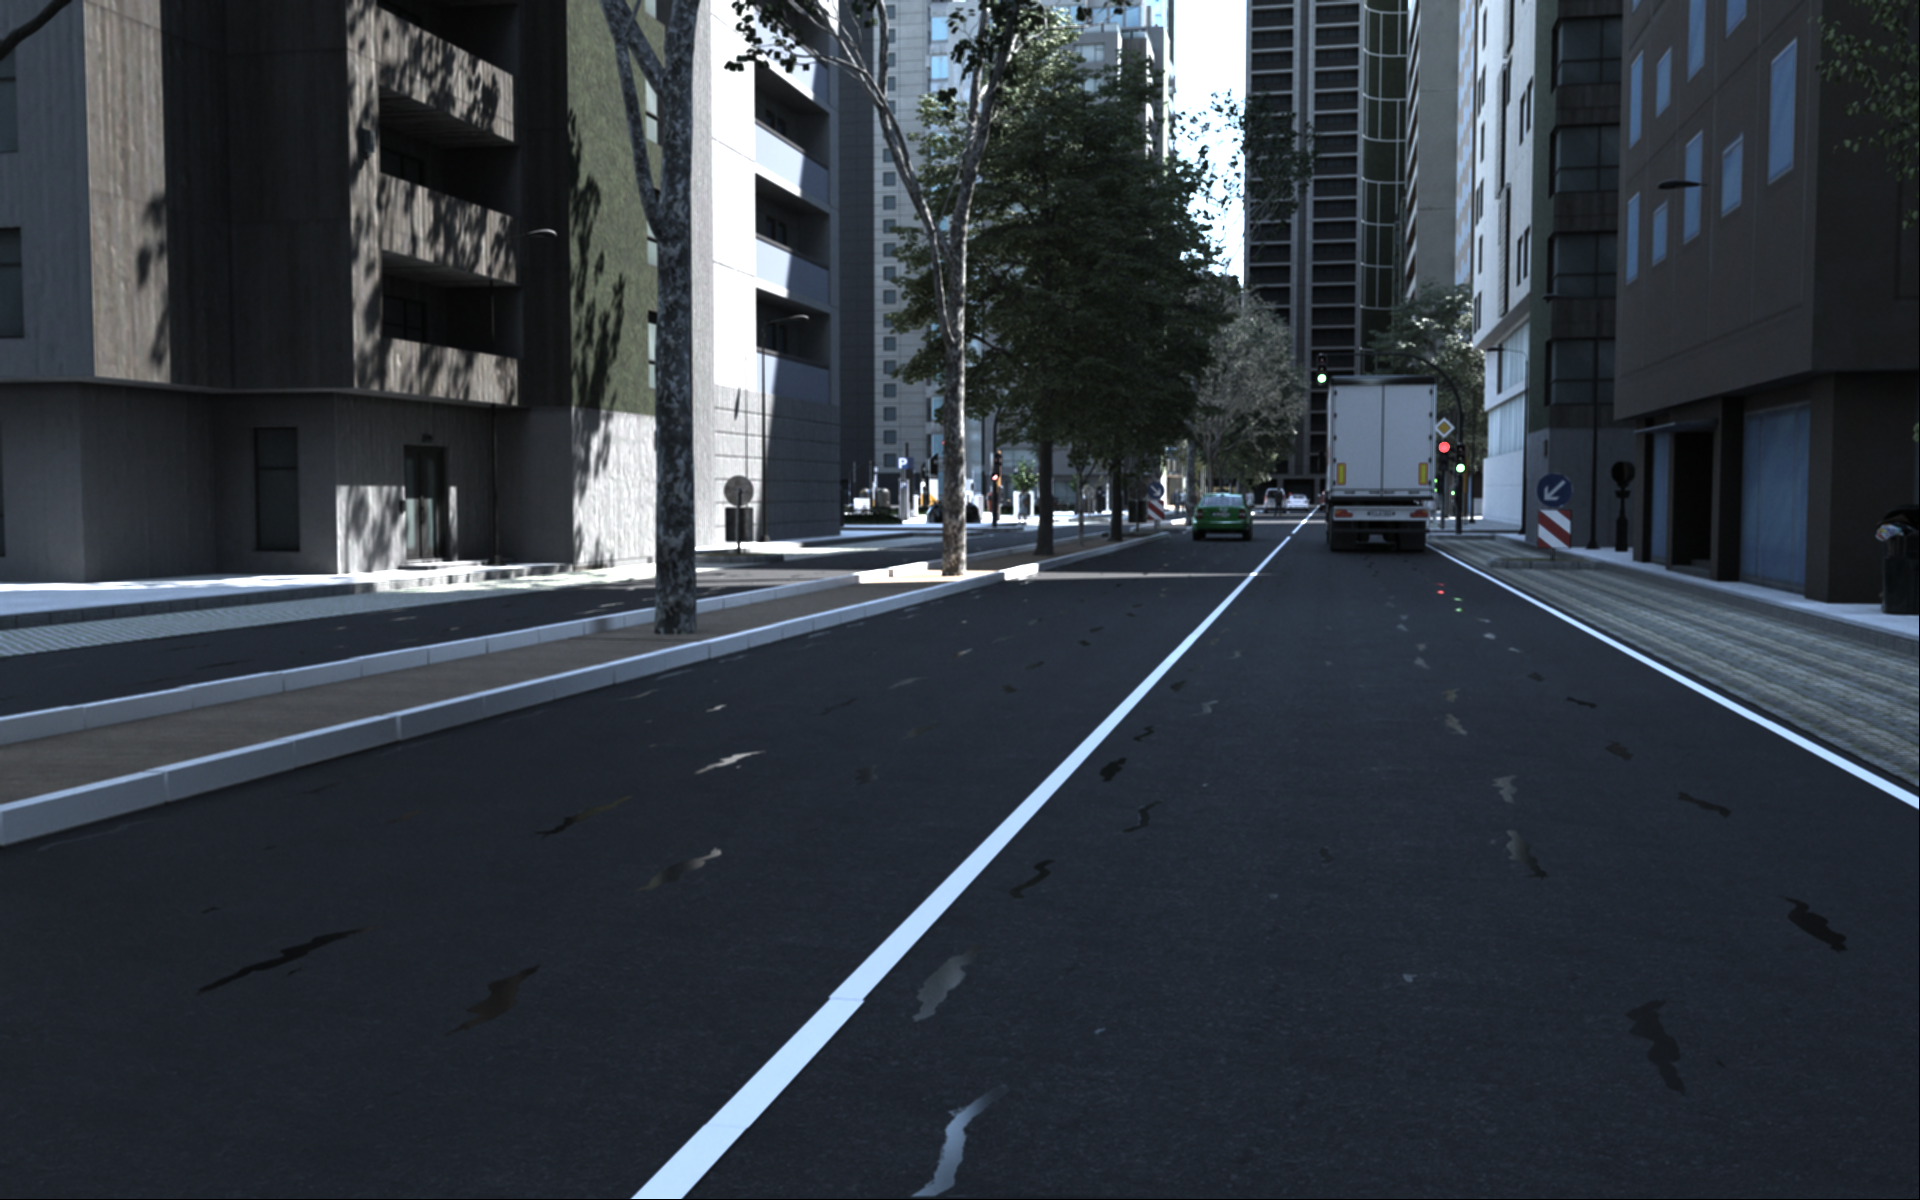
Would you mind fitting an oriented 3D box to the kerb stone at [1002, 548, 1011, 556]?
[{"bbox_3d":[0.969,-1.092,40.049,0.120,0.150,1.000,1,4,12],"label":"kerb stone"}]

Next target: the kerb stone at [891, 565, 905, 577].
[{"bbox_3d":[-1.173,-0.479,30.031,0.120,0.150,1.000,1,4,12],"label":"kerb stone"}]

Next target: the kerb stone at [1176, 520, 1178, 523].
[{"bbox_3d":[10.302,-3.761,83.691,0.120,0.150,1.000,1,4,12],"label":"kerb stone"}]

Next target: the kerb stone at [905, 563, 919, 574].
[{"bbox_3d":[-0.954,-0.541,31.036,0.120,0.150,1.000,1,4,12],"label":"kerb stone"}]

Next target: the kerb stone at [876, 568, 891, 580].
[{"bbox_3d":[-1.384,-0.415,29.031,0.120,0.150,1.000,1,4,12],"label":"kerb stone"}]

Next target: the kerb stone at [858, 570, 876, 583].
[{"bbox_3d":[-1.595,-0.357,28.031,0.120,0.150,1.000,1,4,12],"label":"kerb stone"}]

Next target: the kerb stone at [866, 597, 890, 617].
[{"bbox_3d":[-1.046,0.101,20.549,0.120,0.150,1.000,1,4,12],"label":"kerb stone"}]

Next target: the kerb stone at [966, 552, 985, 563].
[{"bbox_3d":[0.333,-0.907,37.050,0.120,0.150,1.000,1,4,12],"label":"kerb stone"}]

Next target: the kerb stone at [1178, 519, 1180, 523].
[{"bbox_3d":[10.516,-3.823,84.694,0.120,0.150,1.000,1,4,12],"label":"kerb stone"}]

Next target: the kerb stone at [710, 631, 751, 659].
[{"bbox_3d":[-2.121,0.412,15.530,0.120,0.150,1.000,1,4,12],"label":"kerb stone"}]

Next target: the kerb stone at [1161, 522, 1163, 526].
[{"bbox_3d":[8.788,-3.332,76.674,0.120,0.150,1.000,1,4,12],"label":"kerb stone"}]

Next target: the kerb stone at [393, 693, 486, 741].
[{"bbox_3d":[-3.191,0.714,10.528,0.120,0.150,1.000,1,4,12],"label":"kerb stone"}]

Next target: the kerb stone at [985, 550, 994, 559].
[{"bbox_3d":[0.544,-0.970,38.050,0.120,0.150,1.000,1,4,12],"label":"kerb stone"}]

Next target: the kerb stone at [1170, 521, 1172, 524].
[{"bbox_3d":[9.658,-3.577,80.683,0.120,0.150,1.000,1,4,12],"label":"kerb stone"}]

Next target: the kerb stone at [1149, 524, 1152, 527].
[{"bbox_3d":[7.727,-3.025,71.655,0.120,0.150,1.000,1,4,12],"label":"kerb stone"}]

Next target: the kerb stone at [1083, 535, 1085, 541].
[{"bbox_3d":[3.547,-1.828,52.088,0.120,0.150,1.000,1,4,12],"label":"kerb stone"}]

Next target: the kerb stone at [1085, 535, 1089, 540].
[{"bbox_3d":[3.761,-1.890,53.094,0.120,0.150,1.000,1,4,12],"label":"kerb stone"}]

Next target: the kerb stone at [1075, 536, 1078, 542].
[{"bbox_3d":[3.333,-1.765,51.083,0.120,0.150,1.000,1,4,12],"label":"kerb stone"}]

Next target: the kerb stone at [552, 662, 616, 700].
[{"bbox_3d":[-2.768,0.593,12.532,0.120,0.150,1.000,1,4,12],"label":"kerb stone"}]

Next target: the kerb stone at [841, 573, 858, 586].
[{"bbox_3d":[-1.817,-0.290,27.032,0.120,0.150,1.000,1,4,12],"label":"kerb stone"}]

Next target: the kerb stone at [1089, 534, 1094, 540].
[{"bbox_3d":[3.972,-1.951,54.102,0.120,0.150,1.000,1,4,12],"label":"kerb stone"}]

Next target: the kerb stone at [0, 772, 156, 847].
[{"bbox_3d":[-3.836,0.902,7.523,0.120,0.150,1.000,1,4,12],"label":"kerb stone"}]

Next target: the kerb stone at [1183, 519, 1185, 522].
[{"bbox_3d":[11.168,-4.001,87.703,0.120,0.150,1.000,1,4,12],"label":"kerb stone"}]

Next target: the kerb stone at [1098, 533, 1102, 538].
[{"bbox_3d":[4.407,-2.074,56.109,0.120,0.150,1.000,1,4,12],"label":"kerb stone"}]

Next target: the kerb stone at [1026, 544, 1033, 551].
[{"bbox_3d":[1.614,-1.276,43.059,0.120,0.150,1.000,1,4,12],"label":"kerb stone"}]

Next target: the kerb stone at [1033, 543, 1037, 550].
[{"bbox_3d":[1.828,-1.337,44.066,0.120,0.150,1.000,1,4,12],"label":"kerb stone"}]

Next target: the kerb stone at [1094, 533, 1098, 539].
[{"bbox_3d":[4.188,-2.013,55.101,0.120,0.150,1.000,1,4,12],"label":"kerb stone"}]

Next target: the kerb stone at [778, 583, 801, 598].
[{"bbox_3d":[-2.454,-0.112,24.025,0.120,0.150,1.000,1,4,12],"label":"kerb stone"}]

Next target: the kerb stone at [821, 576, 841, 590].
[{"bbox_3d":[-2.030,-0.234,26.024,0.120,0.150,1.000,1,4,12],"label":"kerb stone"}]

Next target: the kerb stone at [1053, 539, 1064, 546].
[{"bbox_3d":[2.687,-1.583,48.073,0.120,0.150,1.000,1,4,12],"label":"kerb stone"}]

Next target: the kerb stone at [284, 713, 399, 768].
[{"bbox_3d":[-3.417,0.775,9.523,0.120,0.150,1.000,1,4,12],"label":"kerb stone"}]

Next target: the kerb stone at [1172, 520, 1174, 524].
[{"bbox_3d":[9.870,-3.639,81.692,0.120,0.150,1.000,1,4,12],"label":"kerb stone"}]

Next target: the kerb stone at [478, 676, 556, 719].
[{"bbox_3d":[-2.980,0.652,11.528,0.120,0.150,1.000,1,4,12],"label":"kerb stone"}]

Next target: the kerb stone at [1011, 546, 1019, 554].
[{"bbox_3d":[1.188,-1.150,41.054,0.120,0.150,1.000,1,4,12],"label":"kerb stone"}]

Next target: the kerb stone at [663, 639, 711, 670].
[{"bbox_3d":[-2.340,0.469,14.530,0.120,0.150,1.000,1,4,12],"label":"kerb stone"}]

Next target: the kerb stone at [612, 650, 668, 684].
[{"bbox_3d":[-2.548,0.530,13.530,0.120,0.150,1.000,1,4,12],"label":"kerb stone"}]

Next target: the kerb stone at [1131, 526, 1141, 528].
[{"bbox_3d":[6.870,-2.780,67.646,0.120,0.150,1.000,1,4,12],"label":"kerb stone"}]

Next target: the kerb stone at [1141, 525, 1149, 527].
[{"bbox_3d":[7.515,-2.964,70.655,0.120,0.150,1.000,1,4,12],"label":"kerb stone"}]

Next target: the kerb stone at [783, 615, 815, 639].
[{"bbox_3d":[-1.695,0.284,17.544,0.120,0.150,1.000,1,4,12],"label":"kerb stone"}]

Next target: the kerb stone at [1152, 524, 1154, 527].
[{"bbox_3d":[7.942,-3.087,72.663,0.120,0.150,1.000,1,4,12],"label":"kerb stone"}]

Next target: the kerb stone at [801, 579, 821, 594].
[{"bbox_3d":[-2.242,-0.173,25.025,0.120,0.150,1.000,1,4,12],"label":"kerb stone"}]

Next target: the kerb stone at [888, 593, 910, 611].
[{"bbox_3d":[-0.836,0.041,21.549,0.120,0.150,1.000,1,4,12],"label":"kerb stone"}]

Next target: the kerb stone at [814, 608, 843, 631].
[{"bbox_3d":[-1.477,0.223,18.547,0.120,0.150,1.000,1,4,12],"label":"kerb stone"}]

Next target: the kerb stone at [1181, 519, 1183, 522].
[{"bbox_3d":[10.944,-3.945,86.698,0.120,0.150,1.000,1,4,12],"label":"kerb stone"}]

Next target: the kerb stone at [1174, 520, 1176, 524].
[{"bbox_3d":[10.093,-3.700,82.690,0.120,0.150,1.000,1,4,12],"label":"kerb stone"}]

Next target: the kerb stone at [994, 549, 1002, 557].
[{"bbox_3d":[0.748,-1.031,39.051,0.120,0.150,1.000,1,4,12],"label":"kerb stone"}]

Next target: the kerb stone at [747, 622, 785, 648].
[{"bbox_3d":[-1.909,0.350,16.545,0.120,0.150,1.000,1,4,12],"label":"kerb stone"}]

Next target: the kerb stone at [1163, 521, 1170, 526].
[{"bbox_3d":[9.446,-3.516,79.678,0.120,0.150,1.000,1,4,12],"label":"kerb stone"}]

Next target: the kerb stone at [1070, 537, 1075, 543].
[{"bbox_3d":[3.114,-1.703,50.085,0.120,0.150,1.000,1,4,12],"label":"kerb stone"}]

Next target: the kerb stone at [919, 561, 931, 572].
[{"bbox_3d":[-0.751,-0.602,32.038,0.120,0.150,1.000,1,4,12],"label":"kerb stone"}]

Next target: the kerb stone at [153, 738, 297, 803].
[{"bbox_3d":[-3.622,0.837,8.522,0.120,0.150,1.000,1,4,12],"label":"kerb stone"}]

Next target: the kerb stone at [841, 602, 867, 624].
[{"bbox_3d":[-1.264,0.162,19.547,0.120,0.150,1.000,1,4,12],"label":"kerb stone"}]

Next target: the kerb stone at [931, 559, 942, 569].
[{"bbox_3d":[-0.531,-0.664,33.048,0.120,0.150,1.000,1,4,12],"label":"kerb stone"}]

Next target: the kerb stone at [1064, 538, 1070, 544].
[{"bbox_3d":[2.904,-1.644,49.074,0.120,0.150,1.000,1,4,12],"label":"kerb stone"}]

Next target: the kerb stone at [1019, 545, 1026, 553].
[{"bbox_3d":[1.399,-1.215,42.058,0.120,0.150,1.000,1,4,12],"label":"kerb stone"}]
